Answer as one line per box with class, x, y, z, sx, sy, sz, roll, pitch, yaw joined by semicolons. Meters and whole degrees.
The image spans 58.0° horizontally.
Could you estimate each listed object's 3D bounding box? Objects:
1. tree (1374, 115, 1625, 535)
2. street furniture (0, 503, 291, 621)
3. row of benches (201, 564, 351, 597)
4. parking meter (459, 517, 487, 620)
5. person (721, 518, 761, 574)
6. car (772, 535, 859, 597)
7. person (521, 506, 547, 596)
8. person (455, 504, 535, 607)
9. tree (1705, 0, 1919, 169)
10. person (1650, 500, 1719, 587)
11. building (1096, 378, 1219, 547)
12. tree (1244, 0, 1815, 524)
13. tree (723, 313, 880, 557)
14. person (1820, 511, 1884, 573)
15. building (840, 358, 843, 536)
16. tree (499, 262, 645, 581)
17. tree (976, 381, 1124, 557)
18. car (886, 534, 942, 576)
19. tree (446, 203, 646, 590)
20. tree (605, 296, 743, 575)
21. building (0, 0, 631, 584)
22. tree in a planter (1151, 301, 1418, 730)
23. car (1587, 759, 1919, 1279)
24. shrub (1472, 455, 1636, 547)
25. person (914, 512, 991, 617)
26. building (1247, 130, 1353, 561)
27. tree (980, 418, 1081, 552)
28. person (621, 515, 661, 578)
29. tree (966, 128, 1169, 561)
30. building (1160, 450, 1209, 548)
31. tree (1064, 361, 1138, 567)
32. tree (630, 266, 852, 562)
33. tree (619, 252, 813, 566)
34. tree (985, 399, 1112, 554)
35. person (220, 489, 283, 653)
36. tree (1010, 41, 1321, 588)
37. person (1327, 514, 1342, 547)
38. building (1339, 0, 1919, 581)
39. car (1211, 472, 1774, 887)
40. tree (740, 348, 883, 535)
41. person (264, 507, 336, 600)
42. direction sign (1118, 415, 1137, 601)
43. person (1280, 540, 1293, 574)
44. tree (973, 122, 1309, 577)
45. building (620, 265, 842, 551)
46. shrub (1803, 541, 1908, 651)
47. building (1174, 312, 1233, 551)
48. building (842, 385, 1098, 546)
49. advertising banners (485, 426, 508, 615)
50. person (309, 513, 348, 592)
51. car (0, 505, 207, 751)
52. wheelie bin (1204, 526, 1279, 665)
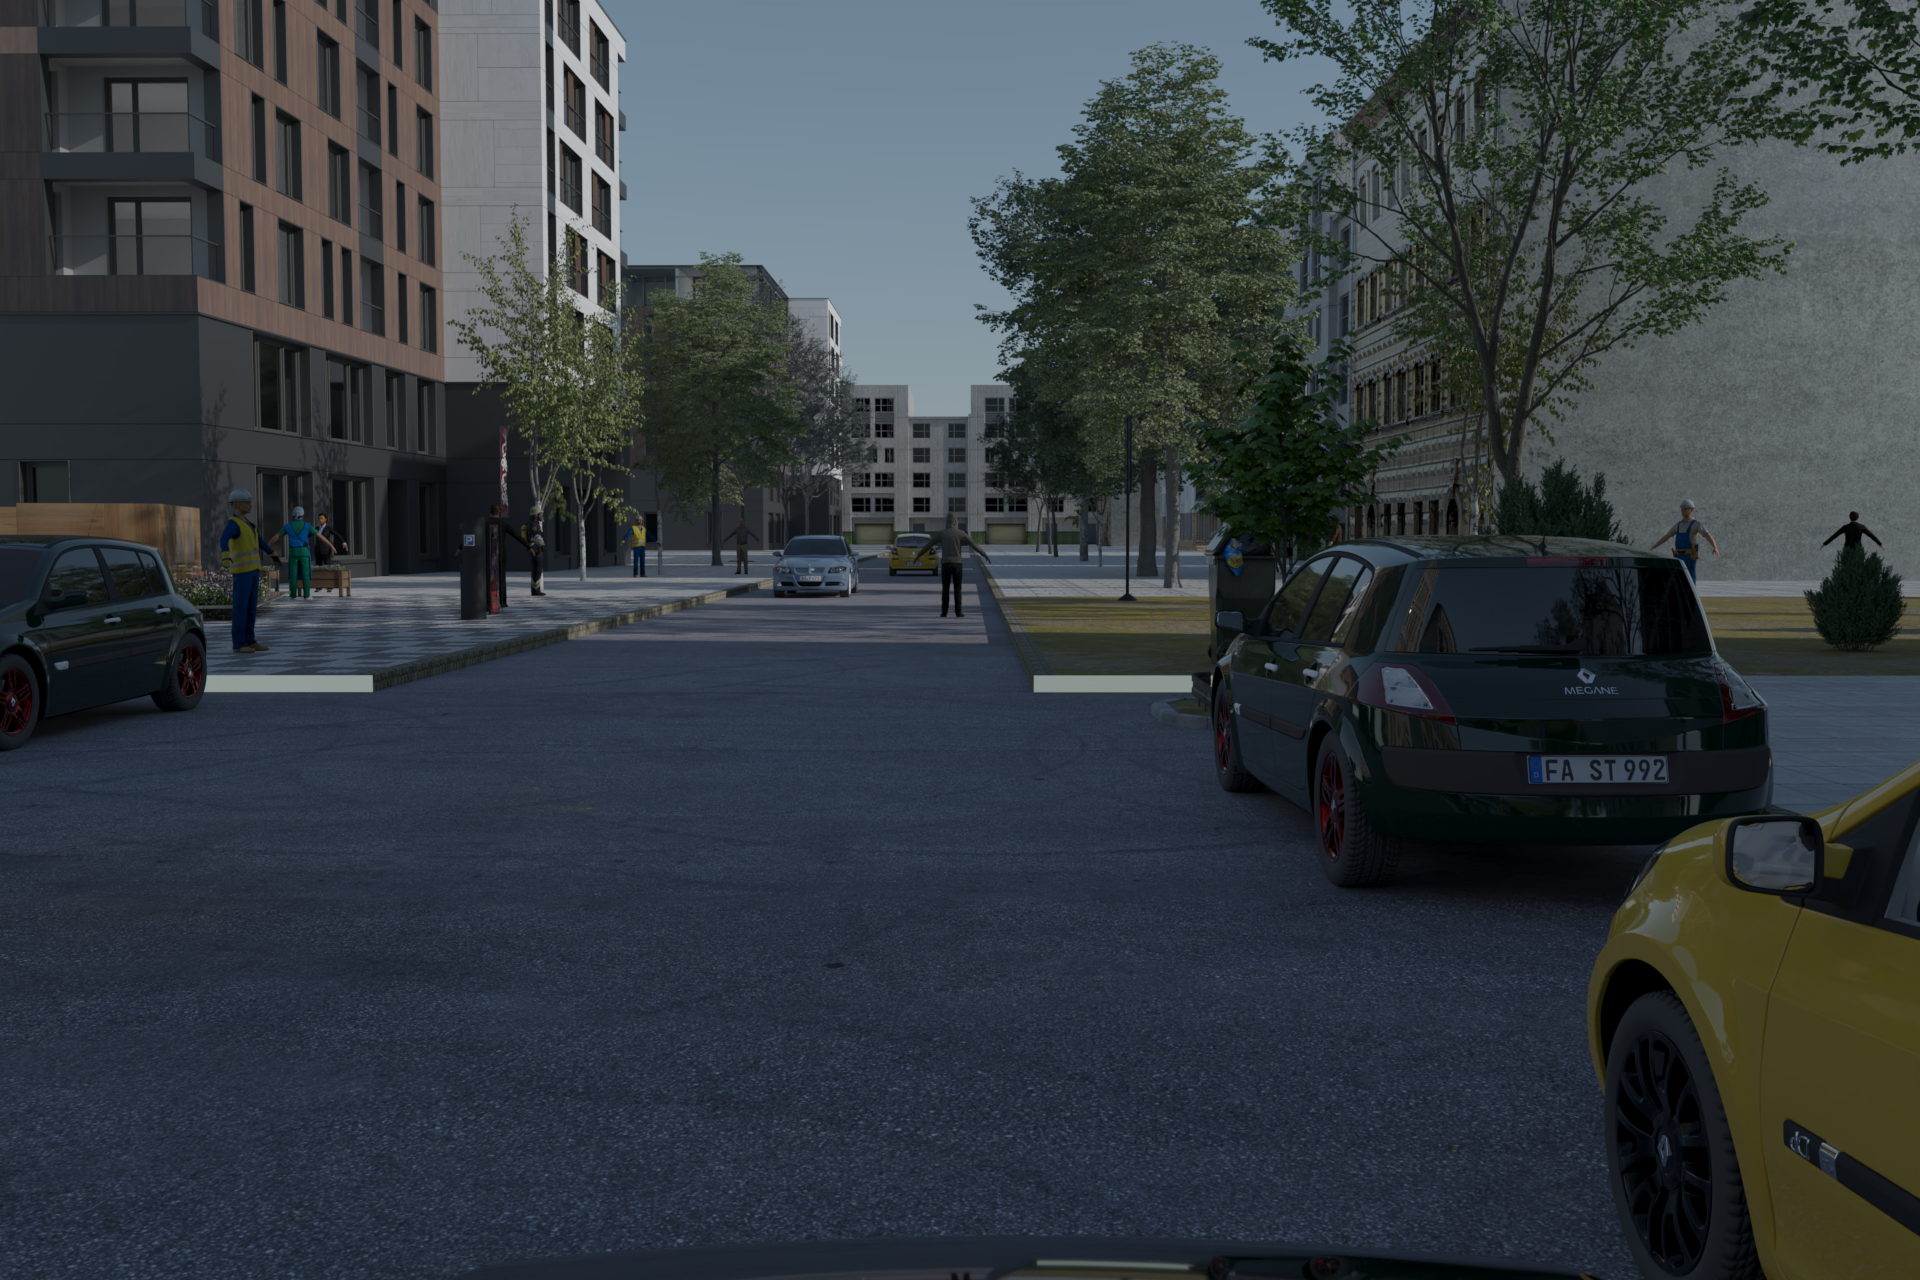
tree;9.594;-4.955;31.375;4.737;8.622;4.395;0;3;0
street furniture;-13.729;-1.314;28.344;9.812;1.723;11.010;-1;4;-17
row of benches;-14.411;-1.210;35.254;4.104;0.672;1.422;0;4;-4
parking meter;-7.303;-1.074;25.966;0.372;1.533;0.369;0;3;0
person;-6.969;-3.000;55.319;1.348;1.796;0.705;1;4;11
car;-3.342;-1.754;40.680;2.014;1.417;4.499;0;4;0
person;-8.765;-1.845;35.950;0.705;1.856;1.354;-1;4;-20
person;-8.129;-1.472;30.298;1.346;1.802;0.704;-1;4;-15
tree;8.571;-5.234;11.327;9.928;11.665;9.643;0;3;0
person;11.950;-1.388;28.544;0.705;1.847;1.347;-2;4;-31
building;24.375;-21.504;182.525;19.493;23.208;18.063;0;4;0
tree;7.850;-6.051;24.682;9.928;11.665;9.643;0;3;0
tree;-9.759;-11.411;96.936;12.009;13.543;11.850;0;3;0
person;20.549;-2.061;39.878;1.347;1.806;0.705;1;4;17
building;-27.544;-20.918;185.976;27.936;21.610;32.646;0;4;0
tree;-10.286;-5.900;46.834;4.737;8.622;4.395;0;3;0
tree;5.295;-9.899;96.261;8.767;10.594;7.601;-1;4;-10
car;-1.599;-3.067;60.363;2.015;1.641;3.980;0;4;-1
tree;-9.417;-5.456;39.573;4.737;8.622;4.395;0;3;0
tree;-9.716;-6.377;54.626;4.360;8.622;3.978;0;3;0
building;-27.914;-12.972;56.067;27.936;21.610;32.646;0;4;1
tree in a planter;2.517;-0.988;13.379;1.991;3.239;1.994;0;4;0
car;2.135;0.502;2.024;2.015;1.641;3.980;0;4;0
shrub;5.937;-0.818;17.410;1.661;2.075;1.752;0;3;0
person;-0.140;-1.303;29.887;1.348;1.813;0.705;0;4;5
building;24.634;-13.342;84.592;16.747;18.905;31.486;0;4;0
tree;5.542;-11.417;121.076;8.767;10.594;7.601;-1;4;-19
person;-9.426;-2.751;50.950;1.349;1.833;0.705;-3;5;-41
tree;7.035;-13.713;80.098;12.611;20.169;13.585;0;3;0
building;24.302;-18.817;164.070;16.016;20.090;11.380;0;4;1
tree;5.573;-7.191;67.943;4.737;8.622;4.395;0;3;0
tree;-10.058;-10.363;79.800;12.009;13.543;11.850;0;3;0
tree;-9.797;-9.264;69.596;7.486;12.596;7.792;0;3;0
tree;5.806;-10.779;110.649;8.767;10.594;7.601;0;4;2
person;-7.704;-0.756;18.829;0.721;1.772;1.216;0;4;5
tree;4.637;-7.513;40.970;7.486;12.596;7.792;0;3;0
person;10.036;-2.468;46.485;0.704;1.812;1.346;1;4;17
building;23.851;-13.761;55.918;19.493;23.208;18.063;0;4;0
car;2.326;0.083;8.434;2.009;1.686;4.222;0;4;-1
tree;-10.033;-12.441;113.785;12.009;13.543;11.850;0;3;0
person;-12.927;-1.699;33.898;1.347;1.817;0.704;-1;4;-13
direction sign;3.232;-2.528;33.337;0.379;3.537;0.876;0;4;-1
person;10.459;-3.008;55.332;1.345;1.843;0.704;0;4;4
tree;5.585;-8.907;52.284;9.857;13.997;8.962;0;3;0
building;-25.340;-18.598;148.051;27.936;21.610;32.646;0;4;1
shrub;9.840;-0.484;19.033;1.383;1.207;1.383;0;3;0
building;22.850;-17.573;143.734;16.016;20.090;11.380;0;4;0
building;1.347;-20.976;211.880;31.486;18.905;16.747;0;4;1
advertising banners;-7.430;-1.914;27.487;0.090;3.025;2.074;0;4;1
person;-14.005;-1.912;37.988;1.216;1.740;0.721;0;4;5
car;-7.101;-0.177;12.688;2.009;1.686;4.222;0;4;1
wheelie bin;2.775;-0.557;17.010;0.693;1.594;0.980;0;3;0
